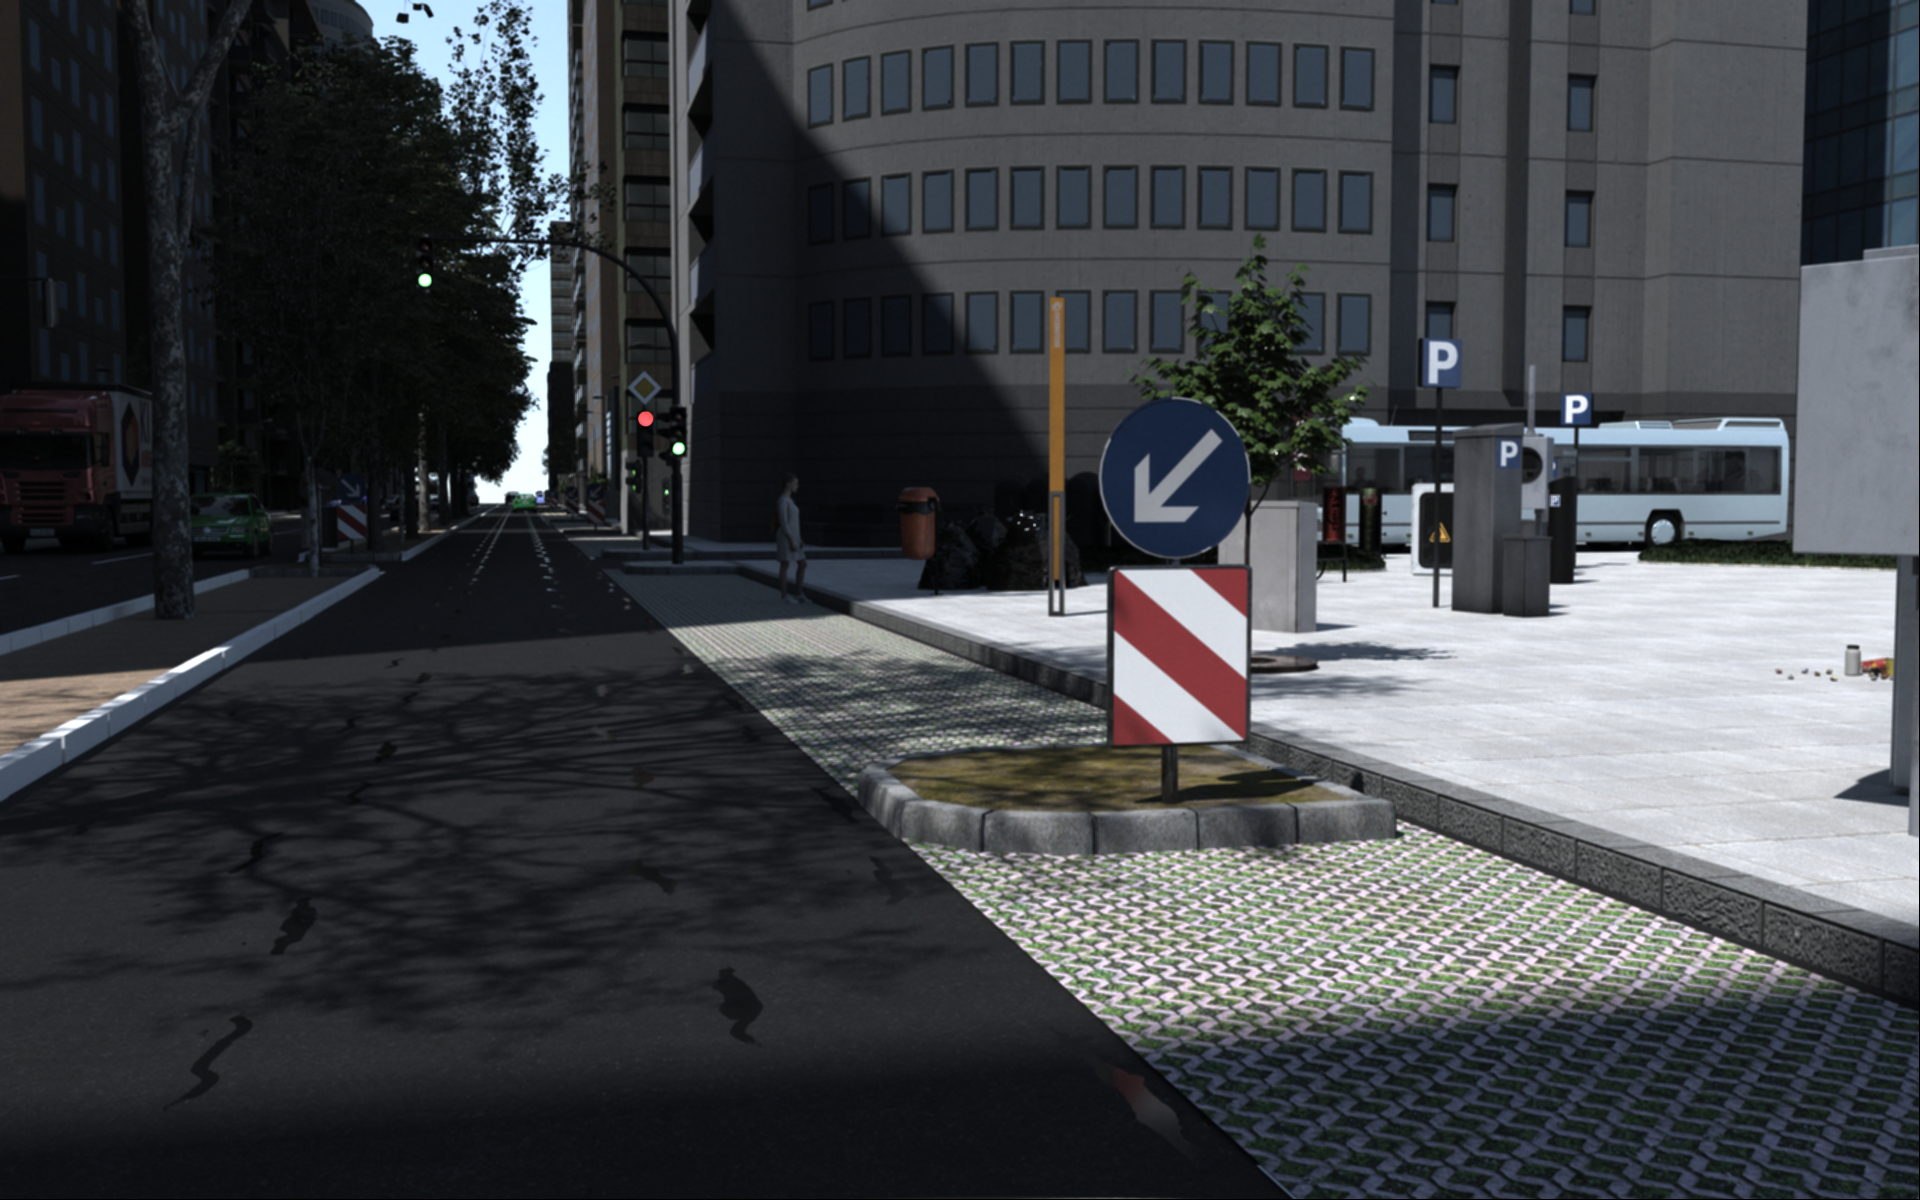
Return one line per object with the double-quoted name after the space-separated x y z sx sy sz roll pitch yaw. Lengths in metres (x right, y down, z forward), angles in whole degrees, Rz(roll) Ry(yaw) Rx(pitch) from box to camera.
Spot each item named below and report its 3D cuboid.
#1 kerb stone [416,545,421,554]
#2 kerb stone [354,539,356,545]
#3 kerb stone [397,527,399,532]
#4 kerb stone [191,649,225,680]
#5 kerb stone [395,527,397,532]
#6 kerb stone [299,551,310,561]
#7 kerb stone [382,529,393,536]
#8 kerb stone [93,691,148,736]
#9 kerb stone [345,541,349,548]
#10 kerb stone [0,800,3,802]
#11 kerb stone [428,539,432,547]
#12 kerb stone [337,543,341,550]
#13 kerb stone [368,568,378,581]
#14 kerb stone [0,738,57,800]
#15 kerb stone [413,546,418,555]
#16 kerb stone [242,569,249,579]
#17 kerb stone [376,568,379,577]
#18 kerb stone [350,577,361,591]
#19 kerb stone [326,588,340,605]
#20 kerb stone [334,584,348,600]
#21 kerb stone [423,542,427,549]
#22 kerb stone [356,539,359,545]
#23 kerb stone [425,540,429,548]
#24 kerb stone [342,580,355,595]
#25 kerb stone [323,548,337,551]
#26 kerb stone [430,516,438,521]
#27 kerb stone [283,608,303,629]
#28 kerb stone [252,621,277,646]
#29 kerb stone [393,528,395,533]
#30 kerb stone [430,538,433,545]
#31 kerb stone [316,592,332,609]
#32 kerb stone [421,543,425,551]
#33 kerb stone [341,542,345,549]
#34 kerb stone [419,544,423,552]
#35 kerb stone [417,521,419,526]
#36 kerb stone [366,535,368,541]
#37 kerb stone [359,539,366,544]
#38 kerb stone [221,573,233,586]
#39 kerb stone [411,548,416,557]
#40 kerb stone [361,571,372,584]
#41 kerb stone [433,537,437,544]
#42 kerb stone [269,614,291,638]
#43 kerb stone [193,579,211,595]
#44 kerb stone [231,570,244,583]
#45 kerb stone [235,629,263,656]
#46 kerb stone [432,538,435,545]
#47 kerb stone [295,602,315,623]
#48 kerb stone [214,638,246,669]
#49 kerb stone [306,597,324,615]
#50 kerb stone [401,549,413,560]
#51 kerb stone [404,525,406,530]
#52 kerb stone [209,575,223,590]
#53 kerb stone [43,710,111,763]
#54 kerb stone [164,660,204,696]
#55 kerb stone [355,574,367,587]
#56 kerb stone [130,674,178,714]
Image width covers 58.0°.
-12.915 -1.149 40.989 0.120 0.150 1.000 -1 4 -14 "kerb stone"
-16.725 -1.544 47.436 0.120 0.150 1.000 -1 4 -14 "kerb stone"
-21.025 -2.576 64.334 0.120 0.150 1.000 -1 4 -14 "kerb stone"
-5.957 0.523 13.646 0.120 0.150 1.000 -1 4 -14 "kerb stone"
-20.772 -2.506 63.341 0.120 0.150 1.000 -1 4 -14 "kerb stone"
-14.197 -0.935 37.516 0.120 0.150 1.000 -1 4 -14 "kerb stone"
-20.268 -2.393 61.352 0.120 0.150 1.000 -1 4 -14 "kerb stone"
-5.190 0.705 10.668 0.120 0.150 1.000 -1 4 -14 "kerb stone"
-16.217 -1.422 45.456 0.120 0.150 1.000 -1 4 -14 "kerb stone"
-4.435 0.887 7.687 0.120 0.150 1.000 -1 4 -14 "kerb stone"
-14.180 -1.451 45.961 0.120 0.150 1.000 -1 4 -14 "kerb stone"
-15.711 -1.301 43.473 0.120 0.150 1.000 -1 4 -14 "kerb stone"
-9.748 -0.389 28.558 0.120 0.150 1.000 -1 4 -14 "kerb stone"
-4.694 0.832 8.678 0.120 0.150 1.000 -1 4 -14 "kerb stone"
-12.665 -1.088 39.989 0.120 0.150 1.000 -1 4 -14 "kerb stone"
-12.037 -0.416 29.031 0.120 0.150 1.000 -1 4 -14 "kerb stone"
-10.007 -0.446 29.547 0.120 0.150 1.000 -1 4 -14 "kerb stone"
-8.990 -0.207 25.574 0.120 0.150 1.000 -1 4 -14 "kerb stone"
-8.232 -0.023 22.594 0.120 0.150 1.000 -1 4 -14 "kerb stone"
-8.481 -0.085 23.586 0.120 0.150 1.000 -1 4 -14 "kerb stone"
-13.679 -1.332 43.974 0.120 0.150 1.000 -1 4 -14 "kerb stone"
-16.976 -1.603 48.427 0.120 0.150 1.000 -1 4 -14 "kerb stone"
-13.933 -1.391 44.969 0.120 0.150 1.000 -1 4 -14 "kerb stone"
-8.736 -0.146 24.584 0.120 0.150 1.000 -1 4 -14 "kerb stone"
-15.462 -1.237 42.481 0.120 0.150 1.000 -1 4 -14 "kerb stone"
-28.875 -4.458 95.130 0.120 0.150 1.000 -1 4 -14 "kerb stone"
-7.215 0.218 18.623 0.120 0.150 1.000 -1 4 -14 "kerb stone"
-6.715 0.340 16.632 0.120 0.150 1.000 -1 4 -14 "kerb stone"
-20.519 -2.455 62.344 0.120 0.150 1.000 -1 4 -14 "kerb stone"
-14.441 -1.515 46.960 0.120 0.150 1.000 -1 4 -14 "kerb stone"
-7.978 0.037 21.594 0.120 0.150 1.000 -1 4 -14 "kerb stone"
-13.424 -1.271 42.977 0.120 0.150 1.000 -1 4 -14 "kerb stone"
-15.964 -1.358 44.463 0.120 0.150 1.000 -1 4 -14 "kerb stone"
-13.165 -1.210 41.980 0.120 0.150 1.000 -1 4 -14 "kerb stone"
-25.585 -3.670 82.226 0.120 0.150 1.000 -1 4 -14 "kerb stone"
-17.737 -1.781 51.413 0.120 0.150 1.000 -1 4 -14 "kerb stone"
-17.481 -1.723 50.417 0.120 0.150 1.000 -1 4 -14 "kerb stone"
-11.537 -0.297 27.044 0.120 0.150 1.000 -1 4 -14 "kerb stone"
-12.407 -1.020 39.000 0.120 0.150 1.000 -1 4 -14 "kerb stone"
-9.503 -0.327 27.565 0.120 0.150 1.000 -1 4 -14 "kerb stone"
-14.946 -1.635 48.946 0.120 0.150 1.000 -1 4 -14 "kerb stone"
-6.963 0.280 17.633 0.120 0.150 1.000 -1 4 -14 "kerb stone"
-11.025 -0.174 25.064 0.120 0.150 1.000 -1 4 -14 "kerb stone"
-11.782 -0.357 28.040 0.120 0.150 1.000 -1 4 -14 "kerb stone"
-6.458 0.401 15.638 0.120 0.150 1.000 -1 4 -14 "kerb stone"
-14.691 -1.575 47.953 0.120 0.150 1.000 -1 4 -14 "kerb stone"
-7.459 0.158 19.616 0.120 0.150 1.000 -1 4 -14 "kerb stone"
-6.200 0.462 14.639 0.120 0.150 1.000 -1 4 -14 "kerb stone"
-7.722 0.097 20.604 0.120 0.150 1.000 -1 4 -14 "kerb stone"
-12.160 -0.964 38.008 0.120 0.150 1.000 -1 4 -14 "kerb stone"
-22.039 -2.821 68.321 0.120 0.150 1.000 -1 4 -14 "kerb stone"
-11.276 -0.236 26.055 0.120 0.150 1.000 -1 4 -14 "kerb stone"
-4.940 0.766 9.676 0.120 0.150 1.000 -1 4 -14 "kerb stone"
-5.699 0.583 12.656 0.120 0.150 1.000 -1 4 -14 "kerb stone"
-9.250 -0.268 26.573 0.120 0.150 1.000 -1 4 -14 "kerb stone"
-5.446 0.644 11.663 0.120 0.150 1.000 -1 4 -14 "kerb stone"
